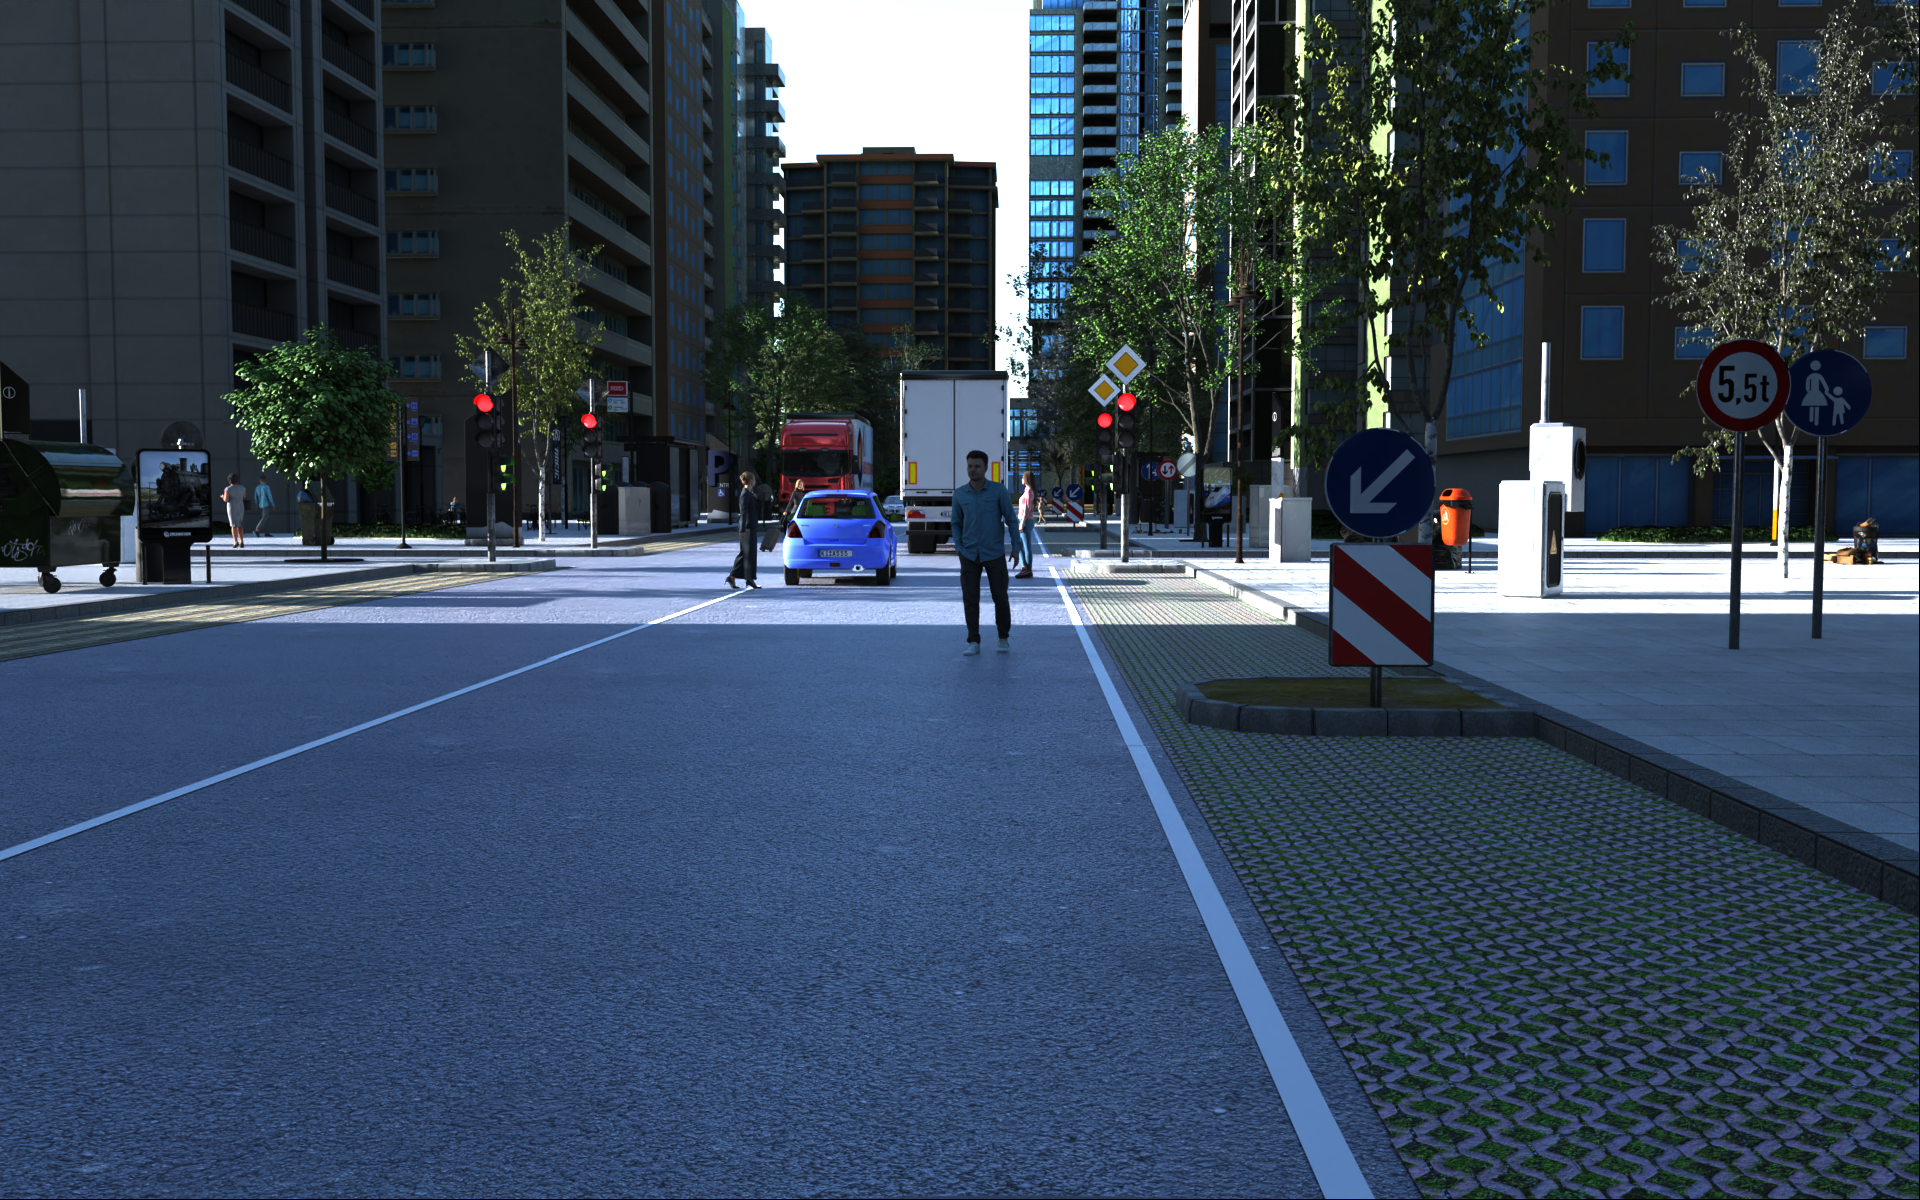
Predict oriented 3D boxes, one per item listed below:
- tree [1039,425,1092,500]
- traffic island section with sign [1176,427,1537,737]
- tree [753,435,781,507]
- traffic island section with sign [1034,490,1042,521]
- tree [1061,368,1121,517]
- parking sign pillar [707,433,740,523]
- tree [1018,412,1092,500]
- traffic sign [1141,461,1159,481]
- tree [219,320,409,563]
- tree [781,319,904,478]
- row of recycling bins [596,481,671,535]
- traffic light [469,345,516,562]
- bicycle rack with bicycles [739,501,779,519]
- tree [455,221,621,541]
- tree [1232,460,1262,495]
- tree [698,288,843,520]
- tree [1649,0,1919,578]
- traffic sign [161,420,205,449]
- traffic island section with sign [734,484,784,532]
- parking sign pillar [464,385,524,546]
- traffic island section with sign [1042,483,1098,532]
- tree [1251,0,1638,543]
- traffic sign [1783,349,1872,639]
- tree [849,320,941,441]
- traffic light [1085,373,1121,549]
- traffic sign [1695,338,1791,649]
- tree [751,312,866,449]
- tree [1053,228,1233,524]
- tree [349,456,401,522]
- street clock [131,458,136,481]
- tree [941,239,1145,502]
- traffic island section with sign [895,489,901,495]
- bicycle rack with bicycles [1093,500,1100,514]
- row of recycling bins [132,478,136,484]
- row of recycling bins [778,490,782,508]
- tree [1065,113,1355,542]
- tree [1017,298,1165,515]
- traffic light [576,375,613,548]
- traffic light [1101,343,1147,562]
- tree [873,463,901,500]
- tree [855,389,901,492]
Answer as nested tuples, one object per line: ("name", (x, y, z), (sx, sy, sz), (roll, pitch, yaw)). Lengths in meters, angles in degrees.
("tree", (9.955, -12.238, 150.451), (4.360, 8.622, 3.978), (0, 3, 0))
("traffic island section with sign", (2.429, -0.152, 11.121), (1.989, 1.847, 2.006), (0, 4, 2))
("tree", (-9.973, -6.860, 95.876), (4.285, 4.588, 4.351), (0, 3, 0))
("traffic island section with sign", (5.084, -5.122, 92.372), (1.989, 1.847, 2.006), (0, 4, 2))
("tree", (7.818, -8.978, 97.149), (4.737, 8.622, 4.395), (0, 3, 0))
("parking sign pillar", (-10.488, -5.390, 76.603), (1.447, 3.967, 1.447), (1, 4, 16))
("tree", (10.351, -14.812, 176.591), (8.767, 10.594, 7.601), (0, 4, -7))
("traffic sign", (7.380, -4.080, 66.807), (0.768, 2.556, 0.104), (1, 4, 11))
("tree", (-12.195, -3.006, 32.859), (4.285, 4.588, 4.351), (0, 3, 0))
("tree", (-8.437, -13.353, 124.982), (9.857, 13.997, 8.962), (0, 3, 0))
("row of recycling bins", (-10.652, -2.999, 56.146), (1.069, 1.692, 3.534), (2, 4, 27))
("traffic light", (-8.880, -2.683, 32.795), (0.839, 4.253, 0.868), (0, 4, 2))
("bicycle rack with bicycles", (-10.855, -4.755, 91.121), (2.852, 0.926, 2.925), (-1, 4, -15))
("tree", (-11.467, -5.912, 47.018), (4.737, 8.622, 4.395), (0, 3, 0))
("tree", (13.743, -5.540, 85.180), (1.663, 3.219, 1.824), (0, 3, 0))
("tree", (-9.455, -9.830, 86.479), (9.928, 11.665, 9.643), (0, 3, 0))
("tree", (12.630, -4.651, 26.410), (4.360, 8.622, 3.978), (0, 3, 0))
("traffic sign", (-13.459, -1.828, 29.999), (0.768, 2.556, 0.104), (0, 4, 3))
("traffic island section with sign", (-7.497, -3.520, 66.177), (1.989, 1.847, 2.006), (0, 4, 2))
("parking sign pillar", (-11.623, -3.344, 43.140), (1.447, 3.967, 1.447), (0, 4, 3))
("traffic island section with sign", (4.196, -3.474, 65.432), (1.989, 1.847, 2.006), (0, 4, 2))
("tree", (4.817, -4.121, 17.737), (4.737, 8.622, 4.395), (0, 3, 0))
("traffic sign", (7.620, -0.931, 15.328), (0.768, 2.556, 0.104), (0, 4, 7))
("tree", (-6.890, -20.499, 191.042), (12.611, 20.169, 13.585), (0, 3, 0))
("traffic light", (3.338, -3.149, 40.401), (0.839, 4.253, 0.868), (0, 4, 2))
("traffic sign", (6.411, -0.866, 14.268), (0.768, 2.556, 0.104), (0, 4, 2))
("tree", (-9.556, -11.635, 108.359), (7.486, 12.596, 7.792), (0, 3, 0))
("tree", (7.793, -9.500, 73.446), (7.486, 12.596, 7.792), (0, 3, 0))
("tree", (-18.299, -3.663, 54.489), (1.663, 3.219, 1.824), (0, 3, 0))
("street clock", (-16.001, -1.796, 33.937), (0.358, 2.002, 0.471), (0, 4, -1))
("tree", (7.830, -16.697, 128.881), (12.611, 20.169, 13.585), (0, 3, 0))
("traffic island section with sign", (-4.983, -8.194, 142.606), (1.989, 1.847, 2.006), (0, 4, 2))
("bicycle rack with bicycles", (9.671, -6.026, 111.908), (2.852, 0.926, 2.925), (1, 4, 11))
("row of recycling bins", (-22.183, -2.232, 43.613), (3.534, 1.692, 1.069), (0, 4, -6))
("row of recycling bins", (-10.196, -5.929, 104.051), (1.069, 1.692, 3.534), (0, 4, 5))
("tree", (6.580, -7.377, 46.374), (9.928, 11.665, 9.643), (0, 3, 0))
("tree", (8.347, -12.009, 106.716), (12.009, 13.543, 11.850), (0, 3, 0))
("traffic light", (-8.618, -3.172, 40.776), (0.839, 4.253, 0.868), (0, 4, 2))
("traffic light", (3.076, -2.661, 32.420), (0.839, 4.253, 0.868), (0, 4, 2))
("tree", (-6.914, -10.749, 159.454), (4.285, 4.588, 4.351), (0, 3, 0))
("tree", (-7.742, -13.080, 148.269), (7.601, 10.594, 8.767), (0, 4, 1))
